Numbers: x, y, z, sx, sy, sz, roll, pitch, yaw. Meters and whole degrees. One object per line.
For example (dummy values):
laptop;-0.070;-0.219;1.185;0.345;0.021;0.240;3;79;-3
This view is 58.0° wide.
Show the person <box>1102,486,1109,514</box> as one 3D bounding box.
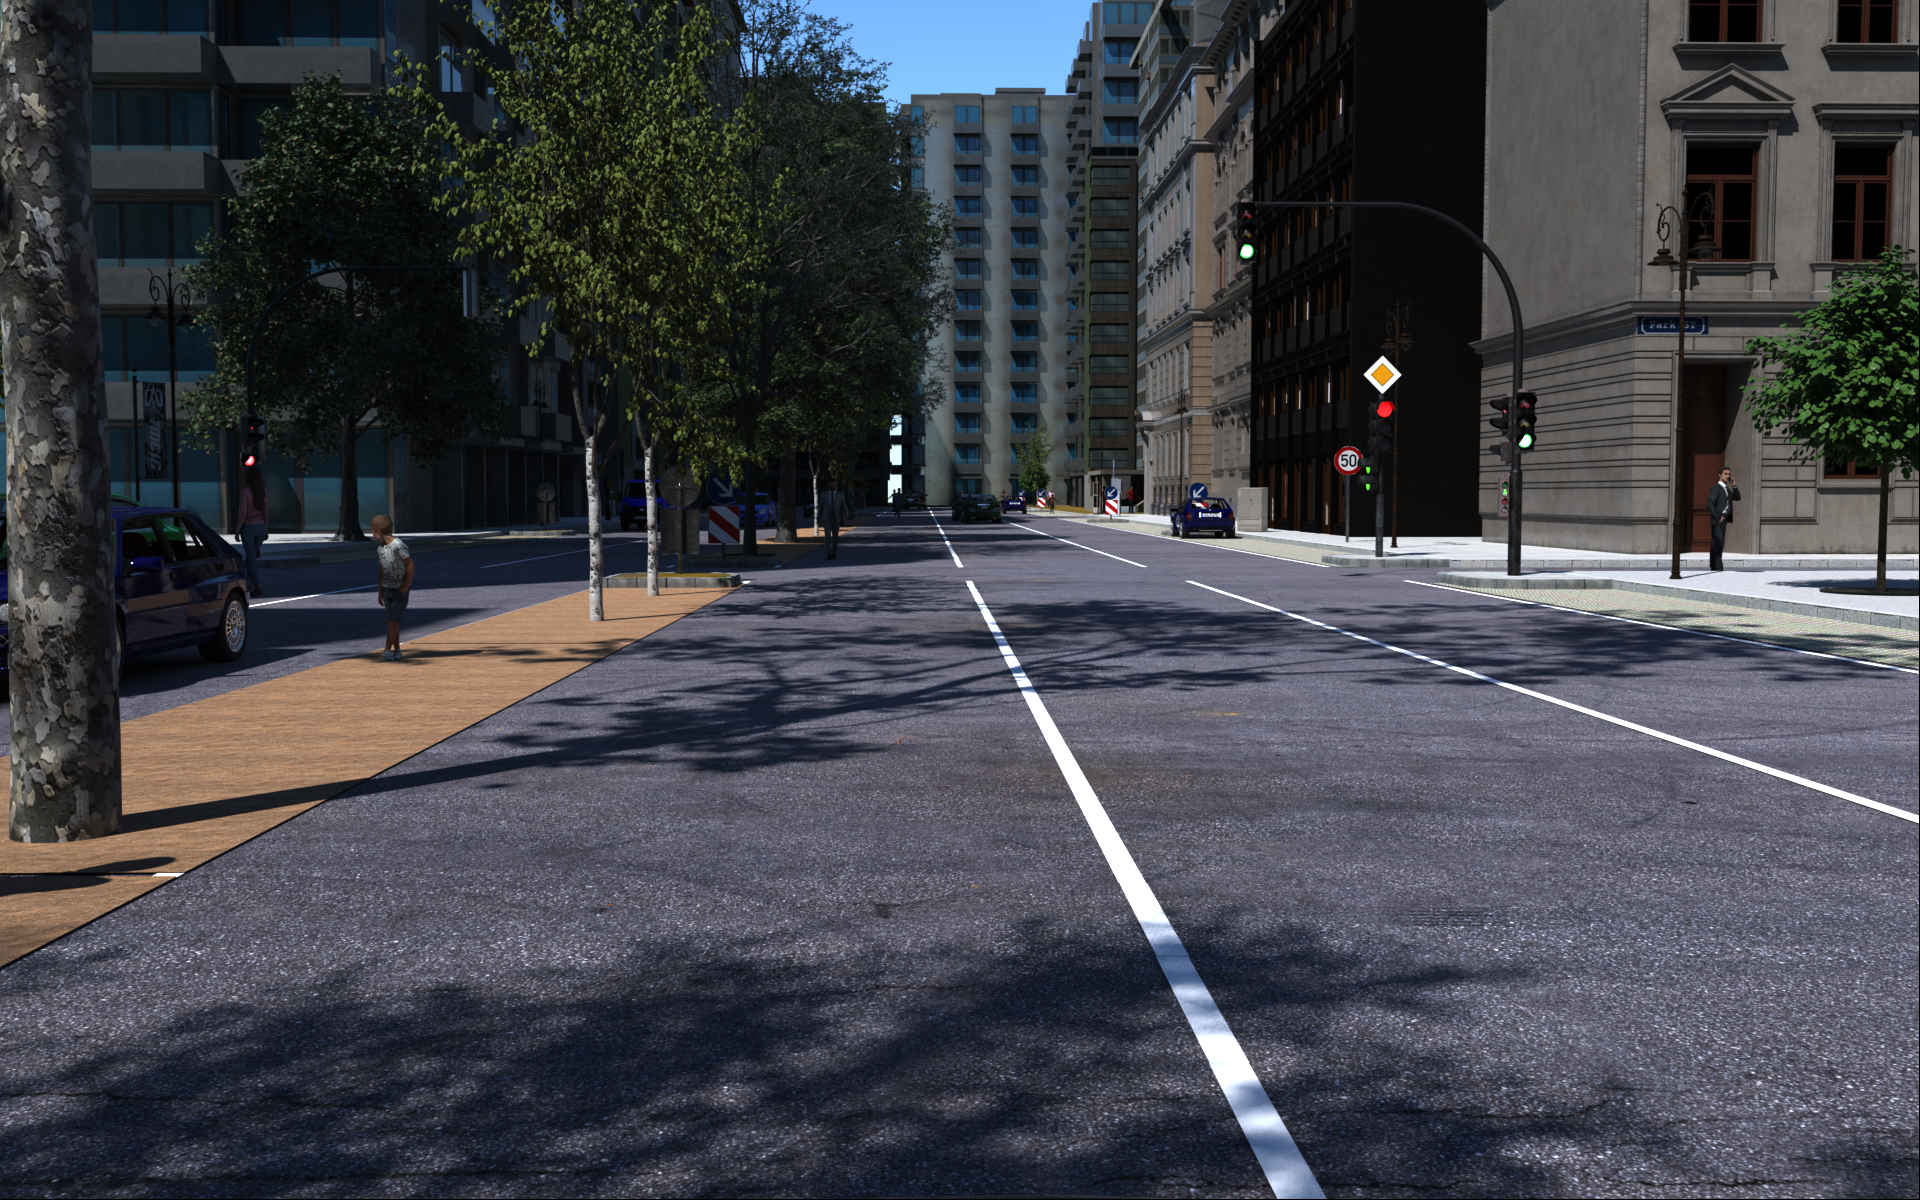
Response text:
person;9.533;-6.591;113.766;0.705;1.831;1.348;0;4;-8

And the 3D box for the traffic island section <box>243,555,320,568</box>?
traffic island section;-14.178;-0.764;34.772;2.009;0.180;2.903;0;4;-1

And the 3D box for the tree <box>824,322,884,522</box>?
tree;-4.854;-6.475;58.681;4.737;8.622;4.395;0;3;0

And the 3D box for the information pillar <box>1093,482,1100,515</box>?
information pillar;8.464;-6.299;107.481;0.304;2.012;0.304;2;4;33

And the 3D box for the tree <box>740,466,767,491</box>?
tree;-19.759;-10.929;162.401;4.285;4.588;4.351;0;3;0

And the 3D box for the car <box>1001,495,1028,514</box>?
car;3.927;-6.881;125.088;1.945;1.354;3.894;0;4;1

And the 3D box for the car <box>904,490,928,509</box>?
car;-4.293;-9.773;168.460;2.281;1.827;5.304;0;4;0

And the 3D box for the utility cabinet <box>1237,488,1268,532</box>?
utility cabinet;9.938;-3.071;58.892;0.318;1.500;1.173;-2;4;-34

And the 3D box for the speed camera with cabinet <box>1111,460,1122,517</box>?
speed camera with cabinet;8.966;-6.427;99.421;0.660;3.252;2.038;1;4;9

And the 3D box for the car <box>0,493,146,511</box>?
car;-10.873;-0.718;20.531;1.959;1.807;4.718;0;4;0

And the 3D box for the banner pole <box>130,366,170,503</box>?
banner pole;-15.943;-2.691;34.012;0.401;3.779;0.863;2;4;35

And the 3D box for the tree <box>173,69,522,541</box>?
tree;-16.571;-7.952;47.016;9.611;12.733;9.660;0;3;0

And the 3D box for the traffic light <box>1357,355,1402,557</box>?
traffic light;8.517;-2.828;35.158;0.839;4.253;0.868;0;4;-1

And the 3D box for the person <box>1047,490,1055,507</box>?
person;8.753;-9.764;166.623;0.756;1.711;0.436;1;4;16

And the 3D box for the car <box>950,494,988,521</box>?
car;0.548;-5.050;94.359;2.131;1.459;4.920;0;4;-3

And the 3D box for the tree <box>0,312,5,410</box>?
tree;-27.494;-5.988;48.273;4.737;8.622;4.395;0;3;0

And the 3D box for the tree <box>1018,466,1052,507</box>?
tree;7.936;-12.447;187.224;4.285;4.588;4.351;0;3;0

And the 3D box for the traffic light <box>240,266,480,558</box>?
traffic light;-12.048;-3.673;34.720;4.771;5.953;1.251;0;4;-1

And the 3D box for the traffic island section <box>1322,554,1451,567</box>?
traffic island section;8.558;-0.795;35.273;2.009;0.180;2.903;0;4;-1

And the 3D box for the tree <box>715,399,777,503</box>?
tree;-19.397;-14.255;151.189;7.486;12.596;7.792;0;3;0

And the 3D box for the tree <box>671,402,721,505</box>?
tree;-18.189;-10.389;120.230;4.360;8.622;3.978;0;3;0

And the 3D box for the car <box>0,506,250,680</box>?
car;-7.001;-0.057;13.519;1.945;1.354;3.894;0;4;-3

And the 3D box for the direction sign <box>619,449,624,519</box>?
direction sign;-17.095;-5.845;87.559;0.379;3.537;0.876;-2;4;-25

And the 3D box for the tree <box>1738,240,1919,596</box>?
tree;11.998;-2.358;22.264;4.285;4.588;4.351;0;3;0

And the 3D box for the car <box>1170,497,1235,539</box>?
car;7.909;-2.692;56.600;1.945;1.354;3.894;0;3;0

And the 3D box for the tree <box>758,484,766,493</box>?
tree;-20.028;-10.837;171.782;1.663;3.219;1.824;0;3;0

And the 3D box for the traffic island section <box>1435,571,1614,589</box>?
traffic island section;8.736;-0.306;27.289;2.009;0.180;2.903;0;4;-1

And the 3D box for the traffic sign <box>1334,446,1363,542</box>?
traffic sign;10.326;-2.813;46.106;0.768;2.556;0.104;0;4;0

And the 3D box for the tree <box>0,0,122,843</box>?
tree;-4.978;-9.121;7.478;12.611;20.169;13.585;0;3;0

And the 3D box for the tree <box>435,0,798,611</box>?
tree;-4.252;-4.339;23.759;4.737;8.622;4.395;0;3;0

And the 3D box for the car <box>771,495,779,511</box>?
car;-13.560;-7.195;130.225;1.945;1.354;3.894;0;3;0

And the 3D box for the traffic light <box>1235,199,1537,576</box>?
traffic light;6.606;-3.200;26.987;4.771;5.953;1.251;0;4;-1

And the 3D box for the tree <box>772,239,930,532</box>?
tree;-4.726;-8.430;66.036;9.928;11.665;9.643;0;3;0

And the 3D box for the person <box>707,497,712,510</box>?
person;-20.198;-8.121;139.758;0.436;1.711;0.756;-1;4;-18

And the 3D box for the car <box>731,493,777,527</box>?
car;-9.125;-4.104;76.688;1.945;1.707;3.694;0;4;0

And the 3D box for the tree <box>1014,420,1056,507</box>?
tree;7.453;-13.515;171.340;4.737;8.622;4.395;0;3;0

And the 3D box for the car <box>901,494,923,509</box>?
car;-4.573;-9.222;162.575;2.131;1.459;4.920;0;4;1

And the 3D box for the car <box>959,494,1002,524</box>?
car;1.042;-4.515;85.622;2.131;1.459;4.920;0;4;-3

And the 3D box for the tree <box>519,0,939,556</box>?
tree;-4.814;-7.747;39.485;12.009;13.543;11.850;0;3;0

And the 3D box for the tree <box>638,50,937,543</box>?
tree;-5.112;-8.646;50.480;9.857;13.997;8.962;0;3;0

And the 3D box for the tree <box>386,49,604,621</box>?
tree;-4.031;-4.044;18.935;4.737;8.622;4.395;0;3;0

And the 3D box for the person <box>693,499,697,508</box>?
person;-18.397;-6.880;119.475;0.436;1.711;0.756;1;4;19

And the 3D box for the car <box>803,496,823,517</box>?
car;-8.731;-5.786;107.177;1.945;1.354;3.894;0;4;-1

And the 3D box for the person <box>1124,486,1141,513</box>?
person;11.354;-6.642;114.583;1.348;1.831;0.705;-2;4;-29
